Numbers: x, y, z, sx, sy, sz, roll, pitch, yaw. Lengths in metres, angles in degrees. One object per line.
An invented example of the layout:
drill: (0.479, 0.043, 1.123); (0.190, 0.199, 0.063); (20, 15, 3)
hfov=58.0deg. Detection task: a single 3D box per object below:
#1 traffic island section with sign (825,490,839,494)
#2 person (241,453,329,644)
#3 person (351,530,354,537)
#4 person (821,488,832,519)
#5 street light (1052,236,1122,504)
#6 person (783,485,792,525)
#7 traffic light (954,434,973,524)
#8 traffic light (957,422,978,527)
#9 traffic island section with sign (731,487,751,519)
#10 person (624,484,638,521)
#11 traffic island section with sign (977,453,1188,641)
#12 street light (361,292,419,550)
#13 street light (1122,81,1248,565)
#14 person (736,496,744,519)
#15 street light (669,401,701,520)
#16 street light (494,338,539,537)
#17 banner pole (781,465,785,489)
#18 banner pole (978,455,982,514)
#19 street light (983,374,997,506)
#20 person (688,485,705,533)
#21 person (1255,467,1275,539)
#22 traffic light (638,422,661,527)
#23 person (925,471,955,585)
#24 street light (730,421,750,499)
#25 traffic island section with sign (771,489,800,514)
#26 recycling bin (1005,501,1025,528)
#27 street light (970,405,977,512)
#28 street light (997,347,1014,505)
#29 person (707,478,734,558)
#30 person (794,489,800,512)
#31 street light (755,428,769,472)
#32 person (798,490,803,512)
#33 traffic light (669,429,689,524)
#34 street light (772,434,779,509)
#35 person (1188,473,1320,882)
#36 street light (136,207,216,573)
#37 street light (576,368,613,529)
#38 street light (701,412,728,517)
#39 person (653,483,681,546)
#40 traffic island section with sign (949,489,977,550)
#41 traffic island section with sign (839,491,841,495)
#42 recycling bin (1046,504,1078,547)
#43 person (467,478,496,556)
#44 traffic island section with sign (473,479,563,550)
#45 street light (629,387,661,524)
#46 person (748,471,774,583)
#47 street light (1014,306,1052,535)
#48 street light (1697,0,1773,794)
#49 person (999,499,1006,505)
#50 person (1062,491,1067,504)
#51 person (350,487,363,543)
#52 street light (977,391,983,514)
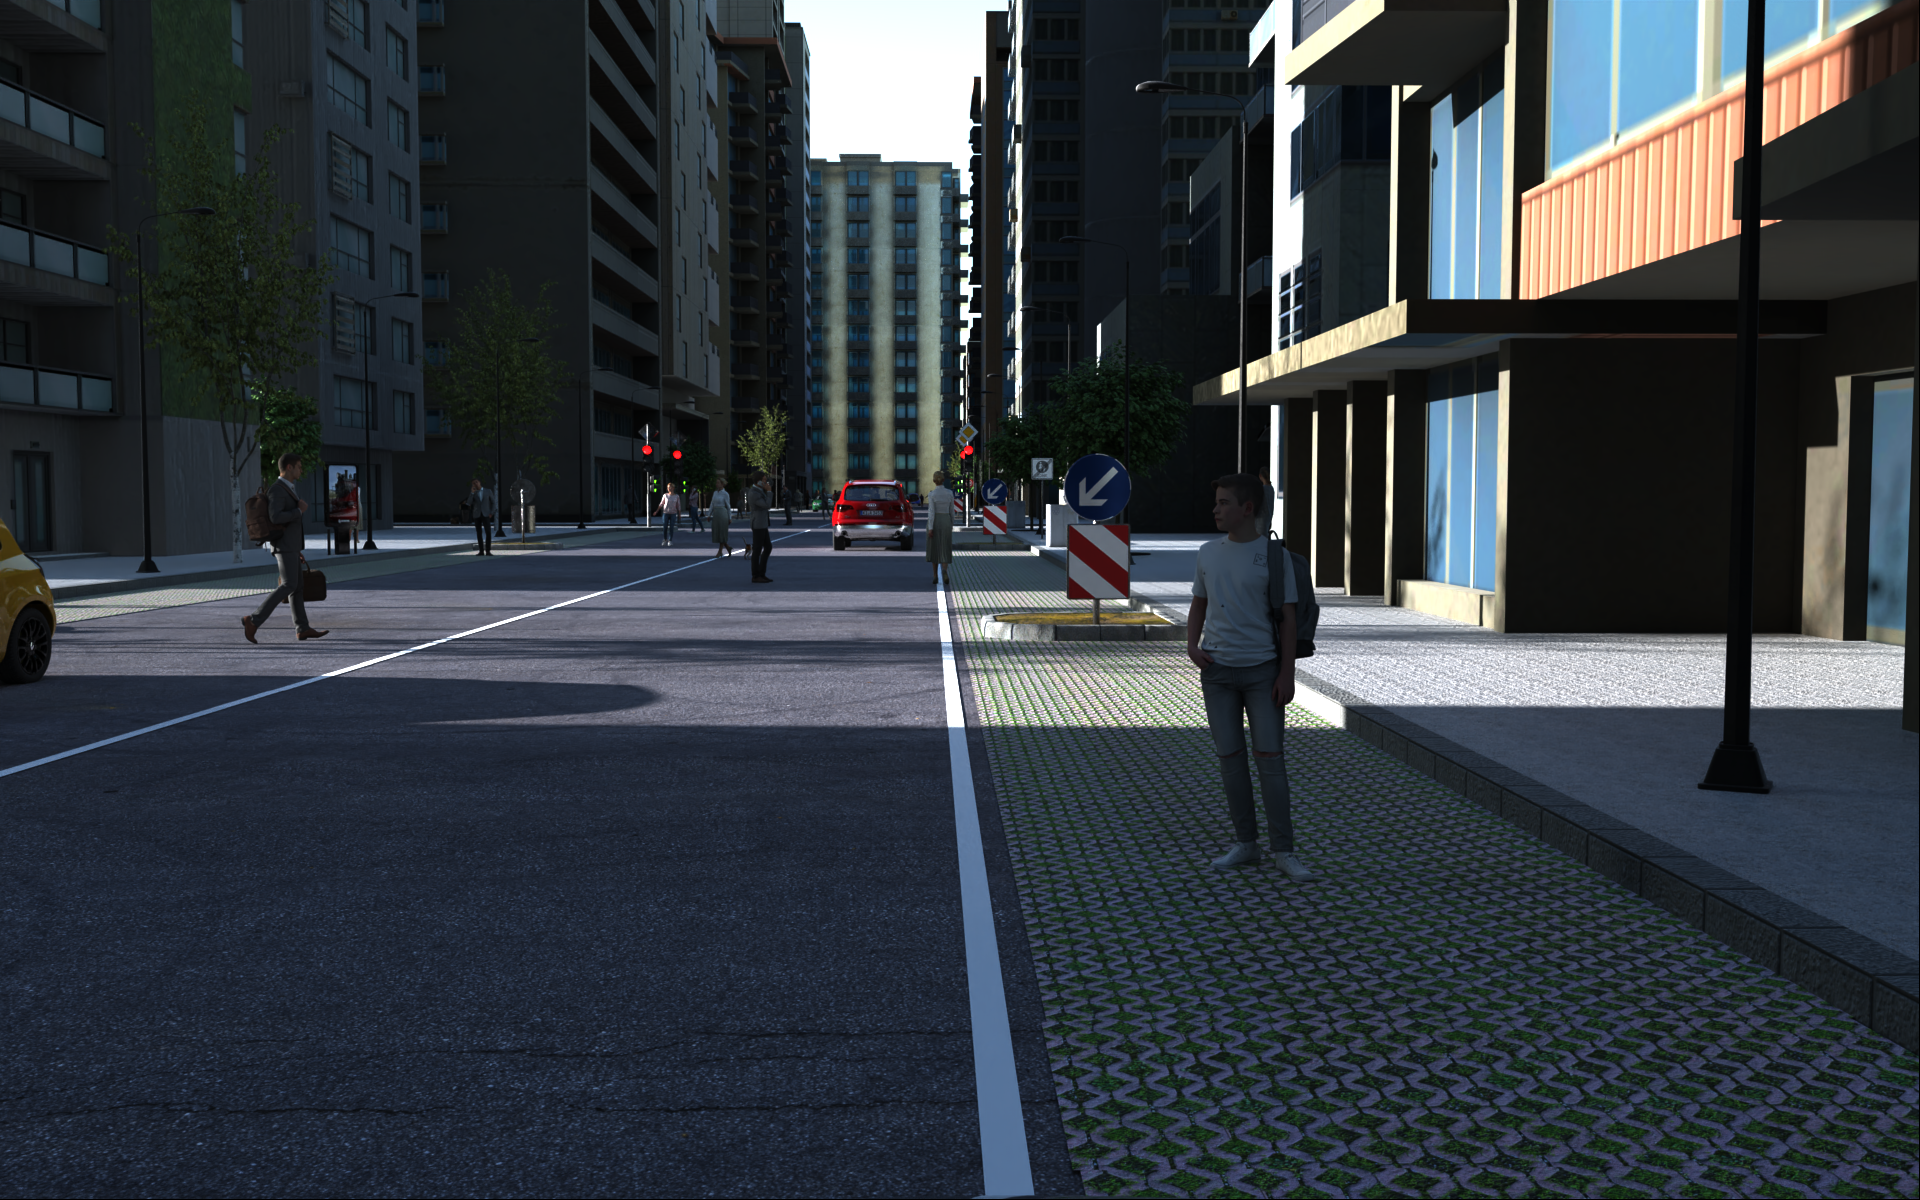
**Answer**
traffic island section with sign: (-13.689, -10.305, 177.112); (1.989, 1.847, 2.006); (0, 4, -1)
person: (-6.581, -0.513, 16.844); (0.822, 1.834, 0.622); (-2, 4, -27)
person: (-18.157, -2.733, 51.273); (0.519, 1.759, 0.362); (0, 4, -3)
person: (-7.567, -5.460, 98.047); (0.573, 1.790, 0.520); (2, 4, 29)
street light: (2.486, -3.599, 31.381); (1.470, 5.913, 1.316); (0, 4, -1)
person: (-7.945, -4.348, 79.403); (0.447, 1.846, 0.655); (-2, 4, -30)
traffic light: (0.171, -5.286, 75.348); (0.839, 4.253, 0.868); (0, 4, -1)
traffic light: (0.311, -4.798, 67.364); (0.839, 4.253, 0.868); (0, 4, -1)
traffic island section with sign: (-12.348, -5.601, 100.202); (1.989, 1.847, 2.006); (0, 4, -1)
person: (-15.516, -4.610, 81.822); (0.661, 1.777, 0.834); (1, 4, 12)
traffic island section with sign: (1.226, -0.555, 17.708); (1.989, 1.847, 2.006); (0, 4, -1)
street light: (-13.130, -4.123, 39.948); (1.470, 5.913, 1.316); (0, 4, -1)
street light: (2.681, -2.883, 19.677); (1.470, 5.913, 1.316); (0, 4, -1)
person: (-12.443, -5.210, 97.958); (0.475, 1.303, 0.640); (1, 4, 20)
street light: (-13.921, -6.979, 86.645); (1.470, 5.913, 1.316); (0, 4, -1)
street light: (-13.207, -4.836, 51.615); (1.470, 5.913, 1.316); (0, 4, -1)
banner pole: (-15.252, -9.752, 149.454); (0.401, 3.779, 0.863); (1, 4, 16)
banner pole: (1.274, -7.393, 110.887); (0.401, 3.779, 0.863); (-1, 4, -19)
street light: (1.766, -5.784, 67.110); (1.470, 5.913, 1.316); (0, 4, -1)
person: (-9.623, -3.309, 63.198); (0.643, 1.750, 0.593); (-1, 4, -10)
person: (5.054, -1.329, 28.524); (0.760, 1.731, 0.466); (0, 4, 4)
traffic light: (-12.048, -4.784, 67.132); (0.839, 4.253, 0.868); (0, 4, -1)
person: (-0.298, -1.144, 27.422); (0.478, 1.798, 0.641); (0, 4, -8)
street light: (-14.287, -8.427, 110.322); (1.470, 5.913, 1.316); (0, 4, -1)
traffic island section with sign: (-12.811, -7.249, 127.153); (1.989, 1.847, 2.006); (0, 4, -1)
recycling bin: (2.074, -3.200, 64.868); (0.722, 1.027, 0.722); (0, 4, 0)
street light: (1.384, -7.199, 90.246); (1.470, 5.913, 1.316); (0, 4, -1)
street light: (2.016, -5.026, 54.708); (1.470, 5.913, 1.316); (0, 4, -1)
person: (-5.319, -1.836, 38.752); (0.478, 1.798, 0.641); (3, 5, 44)
person: (-12.366, -7.492, 131.181); (0.537, 1.800, 0.526); (-1, 4, -21)
street light: (-14.470, -9.157, 122.253); (1.470, 5.913, 1.316); (0, 4, -1)
person: (-13.055, -8.083, 140.844); (0.511, 1.800, 0.466); (-3, 5, -42)
traffic light: (-12.188, -5.272, 75.116); (0.839, 4.253, 0.868); (0, 4, -1)
street light: (-14.718, -9.870, 133.916); (1.470, 5.913, 1.316); (0, 4, -1)
person: (1.118, 0.277, 6.562); (0.503, 1.515, 0.523); (0, 4, 0)
street light: (-12.747, -3.403, 28.172); (1.470, 5.913, 1.316); (0, 4, -1)
street light: (-13.426, -5.579, 63.752); (1.470, 5.913, 1.316); (0, 4, -1)
street light: (-14.113, -7.692, 98.309); (1.470, 5.913, 1.316); (0, 4, -1)
person: (-8.139, -2.379, 48.070); (0.731, 1.740, 0.598); (-1, 4, -17)
traffic island section with sign: (0.762, -2.206, 44.694); (1.989, 1.847, 2.006); (0, 4, -1)
traffic island section with sign: (-14.175, -11.995, 204.745); (1.989, 1.847, 2.006); (0, 4, -1)
recycling bin: (2.486, -1.811, 42.172); (0.722, 1.027, 0.722); (0, 4, -2)
person: (-11.058, -1.920, 40.072); (0.592, 1.802, 0.473); (1, 4, 10)
traffic island section with sign: (-11.366, -2.213, 44.802); (1.989, 1.847, 2.006); (0, 4, -1)
street light: (-13.627, -6.265, 74.982); (1.470, 5.913, 1.316); (0, 4, -1)
person: (-3.211, -1.183, 28.025); (0.473, 1.802, 0.592); (0, 4, 8)
street light: (2.172, -4.312, 43.043); (1.470, 5.913, 1.316); (0, 4, -1)
street light: (2.853, -2.132, 7.400); (1.470, 5.913, 1.316); (0, 4, -1)
person: (2.388, -5.506, 96.029); (0.622, 1.834, 0.822); (-1, 4, -17)
person: (4.151, -3.666, 65.821); (0.661, 1.843, 0.795); (-2, 4, -26)
person: (-15.974, -2.401, 45.530); (0.478, 1.798, 0.641); (-2, 4, -32)
street light: (1.615, -6.453, 78.045); (1.470, 5.913, 1.316); (0, 4, -1)
